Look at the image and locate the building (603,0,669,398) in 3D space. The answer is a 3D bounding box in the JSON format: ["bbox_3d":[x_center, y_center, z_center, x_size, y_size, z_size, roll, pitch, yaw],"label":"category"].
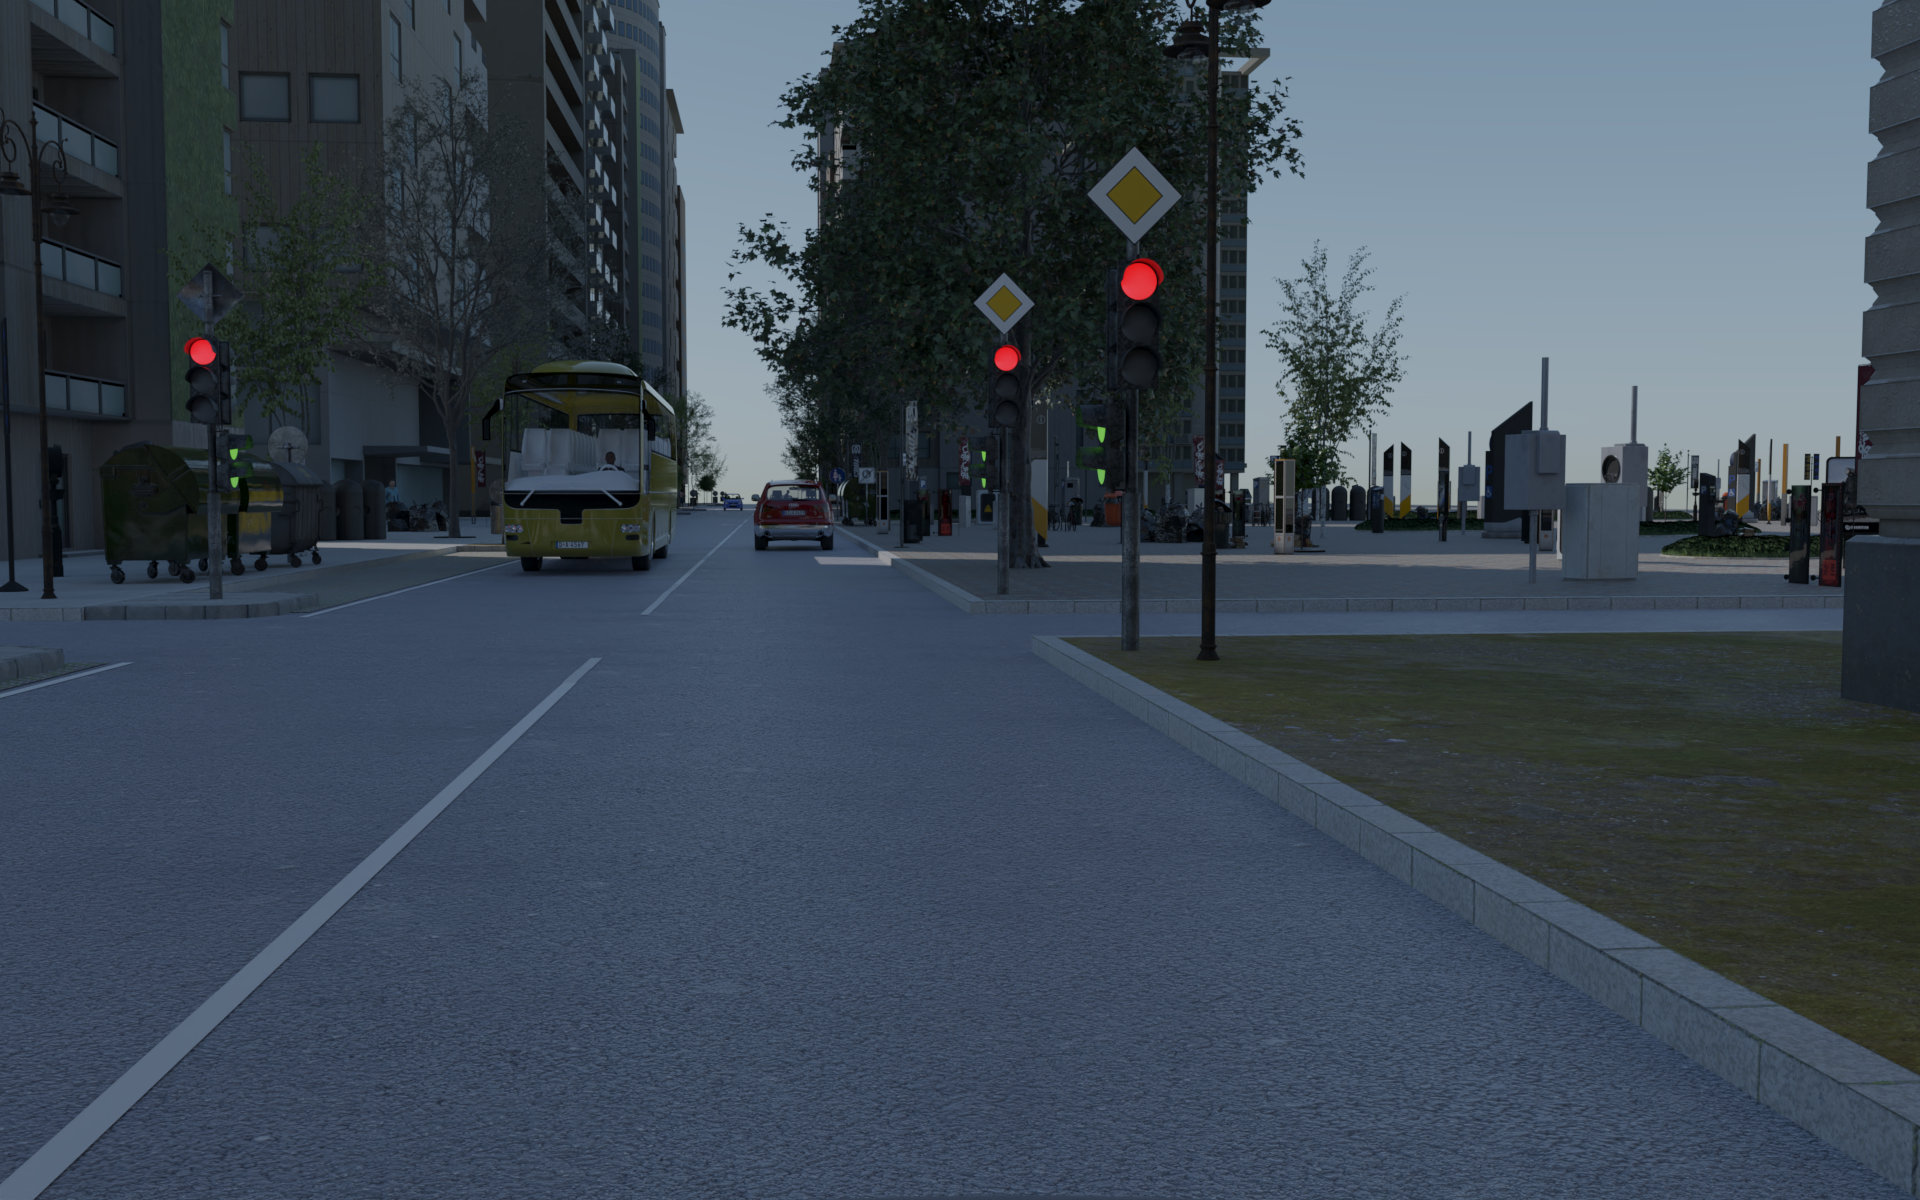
[{"bbox_3d":[-44.174,-39.864,193.780,21.231,58.520,28.212,0,4,-6],"label":"building"}]

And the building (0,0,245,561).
[{"bbox_3d":[-23.881,-21.435,34.051,14.154,41.232,14.086,0,4,-6],"label":"building"}]

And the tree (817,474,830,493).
[{"bbox_3d":[-13.043,-10.471,165.807,1.663,3.219,1.824,0,3,0],"label":"tree"}]

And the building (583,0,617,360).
[{"bbox_3d":[-37.917,-31.245,130.457,23.786,49.044,30.456,0,4,-6],"label":"building"}]

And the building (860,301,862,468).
[{"bbox_3d":[0.344,-21.575,124.455,14.160,30.474,14.107,0,4,-6],"label":"building"}]

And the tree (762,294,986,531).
[{"bbox_3d":[-2.440,-7.706,60.407,8.767,10.594,7.601,1,4,15],"label":"tree"}]

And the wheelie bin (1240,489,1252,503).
[{"bbox_3d":[16.159,-5.553,98.692,0.980,1.594,0.693,-2,4,-31],"label":"wheelie bin"}]

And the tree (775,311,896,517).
[{"bbox_3d":[-6.829,-10.540,98.091,9.928,11.665,9.643,0,3,0],"label":"tree"}]

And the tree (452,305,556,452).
[{"bbox_3d":[-16.770,-7.003,64.863,4.737,8.622,4.395,0,3,0],"label":"tree"}]

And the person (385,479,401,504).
[{"bbox_3d":[-20.264,-3.404,61.713,0.620,1.820,0.660,2,4,33],"label":"person"}]

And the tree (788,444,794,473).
[{"bbox_3d":[-17.702,-15.284,200.250,4.360,8.622,3.978,0,3,0],"label":"tree"}]

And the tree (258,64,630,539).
[{"bbox_3d":[-14.691,-8.539,49.985,12.009,13.543,11.850,0,3,0],"label":"tree"}]

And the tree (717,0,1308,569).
[{"bbox_3d":[1.054,-6.898,29.798,9.611,12.733,9.660,0,3,0],"label":"tree"}]

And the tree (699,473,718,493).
[{"bbox_3d":[-36.458,-16.281,249.907,4.285,4.588,4.351,0,3,0],"label":"tree"}]

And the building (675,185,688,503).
[{"bbox_3d":[-45.739,-36.287,243.400,14.600,45.320,14.200,0,4,-6],"label":"building"}]

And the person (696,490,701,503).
[{"bbox_3d":[-36.995,-14.522,243.492,1.348,1.823,0.705,-3,4,-36],"label":"person"}]

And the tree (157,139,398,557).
[{"bbox_3d":[-13.716,-5.192,35.256,4.737,8.622,4.395,0,3,0],"label":"tree"}]

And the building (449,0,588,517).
[{"bbox_3d":[-34.494,-29.383,104.114,21.300,48.544,21.600,0,4,-6],"label":"building"}]

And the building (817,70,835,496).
[{"bbox_3d":[-9.367,-42.819,242.091,21.231,58.520,28.212,0,4,-6],"label":"building"}]

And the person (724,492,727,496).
[{"bbox_3d":[-33.422,-14.556,247.224,1.217,1.736,0.721,-1,4,-9],"label":"person"}]

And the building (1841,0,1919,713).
[{"bbox_3d":[11.278,-10.559,1.518,11.050,23.489,19.941,0,4,-6],"label":"building"}]

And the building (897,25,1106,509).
[{"bbox_3d":[1.370,-20.716,110.403,14.160,30.474,14.107,0,4,-6],"label":"building"}]

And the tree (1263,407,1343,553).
[{"bbox_3d":[7.464,-2.673,38.305,1.663,3.219,1.824,0,3,0],"label":"tree"}]

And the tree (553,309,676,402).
[{"bbox_3d":[-18.149,-9.330,86.965,7.601,10.594,8.767,1,4,10],"label":"tree"}]

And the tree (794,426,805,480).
[{"bbox_3d":[-9.217,-10.551,122.876,4.360,8.622,3.978,0,3,0],"label":"tree"}]

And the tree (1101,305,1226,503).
[{"bbox_3d":[6.557,-6.485,56.390,4.737,8.622,4.395,0,3,0],"label":"tree"}]

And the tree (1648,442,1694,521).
[{"bbox_3d":[26.305,-4.294,64.801,1.663,3.219,1.824,0,3,0],"label":"tree"}]

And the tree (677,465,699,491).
[{"bbox_3d":[-27.636,-11.066,164.641,4.285,4.588,4.351,0,3,0],"label":"tree"}]

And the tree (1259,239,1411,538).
[{"bbox_3d":[10.960,-6.148,50.884,4.737,8.622,4.395,0,3,0],"label":"tree"}]

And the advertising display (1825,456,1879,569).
[{"bbox_3d":[15.340,-1.494,29.648,0.974,1.923,0.123,2,4,25],"label":"advertising display"}]

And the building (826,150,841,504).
[{"bbox_3d":[-9.833,-34.916,220.992,14.600,45.320,14.200,0,4,-6],"label":"building"}]

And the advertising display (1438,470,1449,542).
[{"bbox_3d":[13.130,-2.558,47.045,0.123,1.923,0.974,0,4,6],"label":"advertising display"}]

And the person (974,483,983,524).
[{"bbox_3d":[0.921,-4.125,73.832,0.599,1.781,0.374,1,4,11],"label":"person"}]

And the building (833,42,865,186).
[{"bbox_3d":[-0.580,-37.402,200.755,28.713,52.752,27.495,0,4,-6],"label":"building"}]

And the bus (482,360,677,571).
[{"bbox_3d":[-7.363,-2.691,35.541,2.896,3.916,12.252,0,4,-7],"label":"bus"}]

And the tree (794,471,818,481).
[{"bbox_3d":[-18.818,-13.990,212.443,4.285,4.588,4.351,0,3,0],"label":"tree"}]

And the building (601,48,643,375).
[{"bbox_3d":[-35.814,-28.760,153.820,14.154,41.232,14.086,0,4,-6],"label":"building"}]

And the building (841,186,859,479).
[{"bbox_3d":[-4.321,-23.943,163.174,14.160,30.474,14.107,0,4,-6],"label":"building"}]

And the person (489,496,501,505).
[{"bbox_3d":[-17.924,-3.724,67.278,0.721,1.781,0.623,2,4,24],"label":"person"}]

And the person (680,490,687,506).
[{"bbox_3d":[-29.465,-10.807,183.447,1.217,1.736,0.721,1,4,15],"label":"person"}]

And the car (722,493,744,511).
[{"bbox_3d":[-19.863,-8.683,151.562,1.945,1.707,3.694,0,4,-8],"label":"car"}]

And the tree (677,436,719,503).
[{"bbox_3d":[-31.453,-15.591,205.272,4.360,8.622,3.978,0,3,0],"label":"tree"}]

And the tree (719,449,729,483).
[{"bbox_3d":[-34.631,-17.894,242.927,4.360,8.622,3.978,0,3,0],"label":"tree"}]

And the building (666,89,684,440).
[{"bbox_3d":[-50.169,-38.671,221.503,28.713,52.752,27.495,0,4,-6],"label":"building"}]

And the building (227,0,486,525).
[{"bbox_3d":[-35.715,-29.641,73.868,28.713,52.752,27.495,0,4,-6],"label":"building"}]

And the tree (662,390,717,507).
[{"bbox_3d":[-27.964,-15.045,171.738,9.928,11.665,9.643,0,3,0],"label":"tree"}]

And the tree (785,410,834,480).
[{"bbox_3d":[-12.494,-12.006,146.657,4.737,8.622,4.395,0,3,0],"label":"tree"}]

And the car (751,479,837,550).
[{"bbox_3d":[-4.382,-2.267,45.736,2.281,1.827,5.304,0,4,-5],"label":"car"}]

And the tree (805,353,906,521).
[{"bbox_3d":[-4.123,-7.907,79.648,4.360,8.622,3.978,0,3,0],"label":"tree"}]

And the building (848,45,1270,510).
[{"bbox_3d":[6.897,-27.671,144.296,32.217,40.220,23.993,0,4,-6],"label":"building"}]

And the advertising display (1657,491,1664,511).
[{"bbox_3d":[37.461,-5.347,92.640,0.123,1.923,0.974,3,4,36],"label":"advertising display"}]
